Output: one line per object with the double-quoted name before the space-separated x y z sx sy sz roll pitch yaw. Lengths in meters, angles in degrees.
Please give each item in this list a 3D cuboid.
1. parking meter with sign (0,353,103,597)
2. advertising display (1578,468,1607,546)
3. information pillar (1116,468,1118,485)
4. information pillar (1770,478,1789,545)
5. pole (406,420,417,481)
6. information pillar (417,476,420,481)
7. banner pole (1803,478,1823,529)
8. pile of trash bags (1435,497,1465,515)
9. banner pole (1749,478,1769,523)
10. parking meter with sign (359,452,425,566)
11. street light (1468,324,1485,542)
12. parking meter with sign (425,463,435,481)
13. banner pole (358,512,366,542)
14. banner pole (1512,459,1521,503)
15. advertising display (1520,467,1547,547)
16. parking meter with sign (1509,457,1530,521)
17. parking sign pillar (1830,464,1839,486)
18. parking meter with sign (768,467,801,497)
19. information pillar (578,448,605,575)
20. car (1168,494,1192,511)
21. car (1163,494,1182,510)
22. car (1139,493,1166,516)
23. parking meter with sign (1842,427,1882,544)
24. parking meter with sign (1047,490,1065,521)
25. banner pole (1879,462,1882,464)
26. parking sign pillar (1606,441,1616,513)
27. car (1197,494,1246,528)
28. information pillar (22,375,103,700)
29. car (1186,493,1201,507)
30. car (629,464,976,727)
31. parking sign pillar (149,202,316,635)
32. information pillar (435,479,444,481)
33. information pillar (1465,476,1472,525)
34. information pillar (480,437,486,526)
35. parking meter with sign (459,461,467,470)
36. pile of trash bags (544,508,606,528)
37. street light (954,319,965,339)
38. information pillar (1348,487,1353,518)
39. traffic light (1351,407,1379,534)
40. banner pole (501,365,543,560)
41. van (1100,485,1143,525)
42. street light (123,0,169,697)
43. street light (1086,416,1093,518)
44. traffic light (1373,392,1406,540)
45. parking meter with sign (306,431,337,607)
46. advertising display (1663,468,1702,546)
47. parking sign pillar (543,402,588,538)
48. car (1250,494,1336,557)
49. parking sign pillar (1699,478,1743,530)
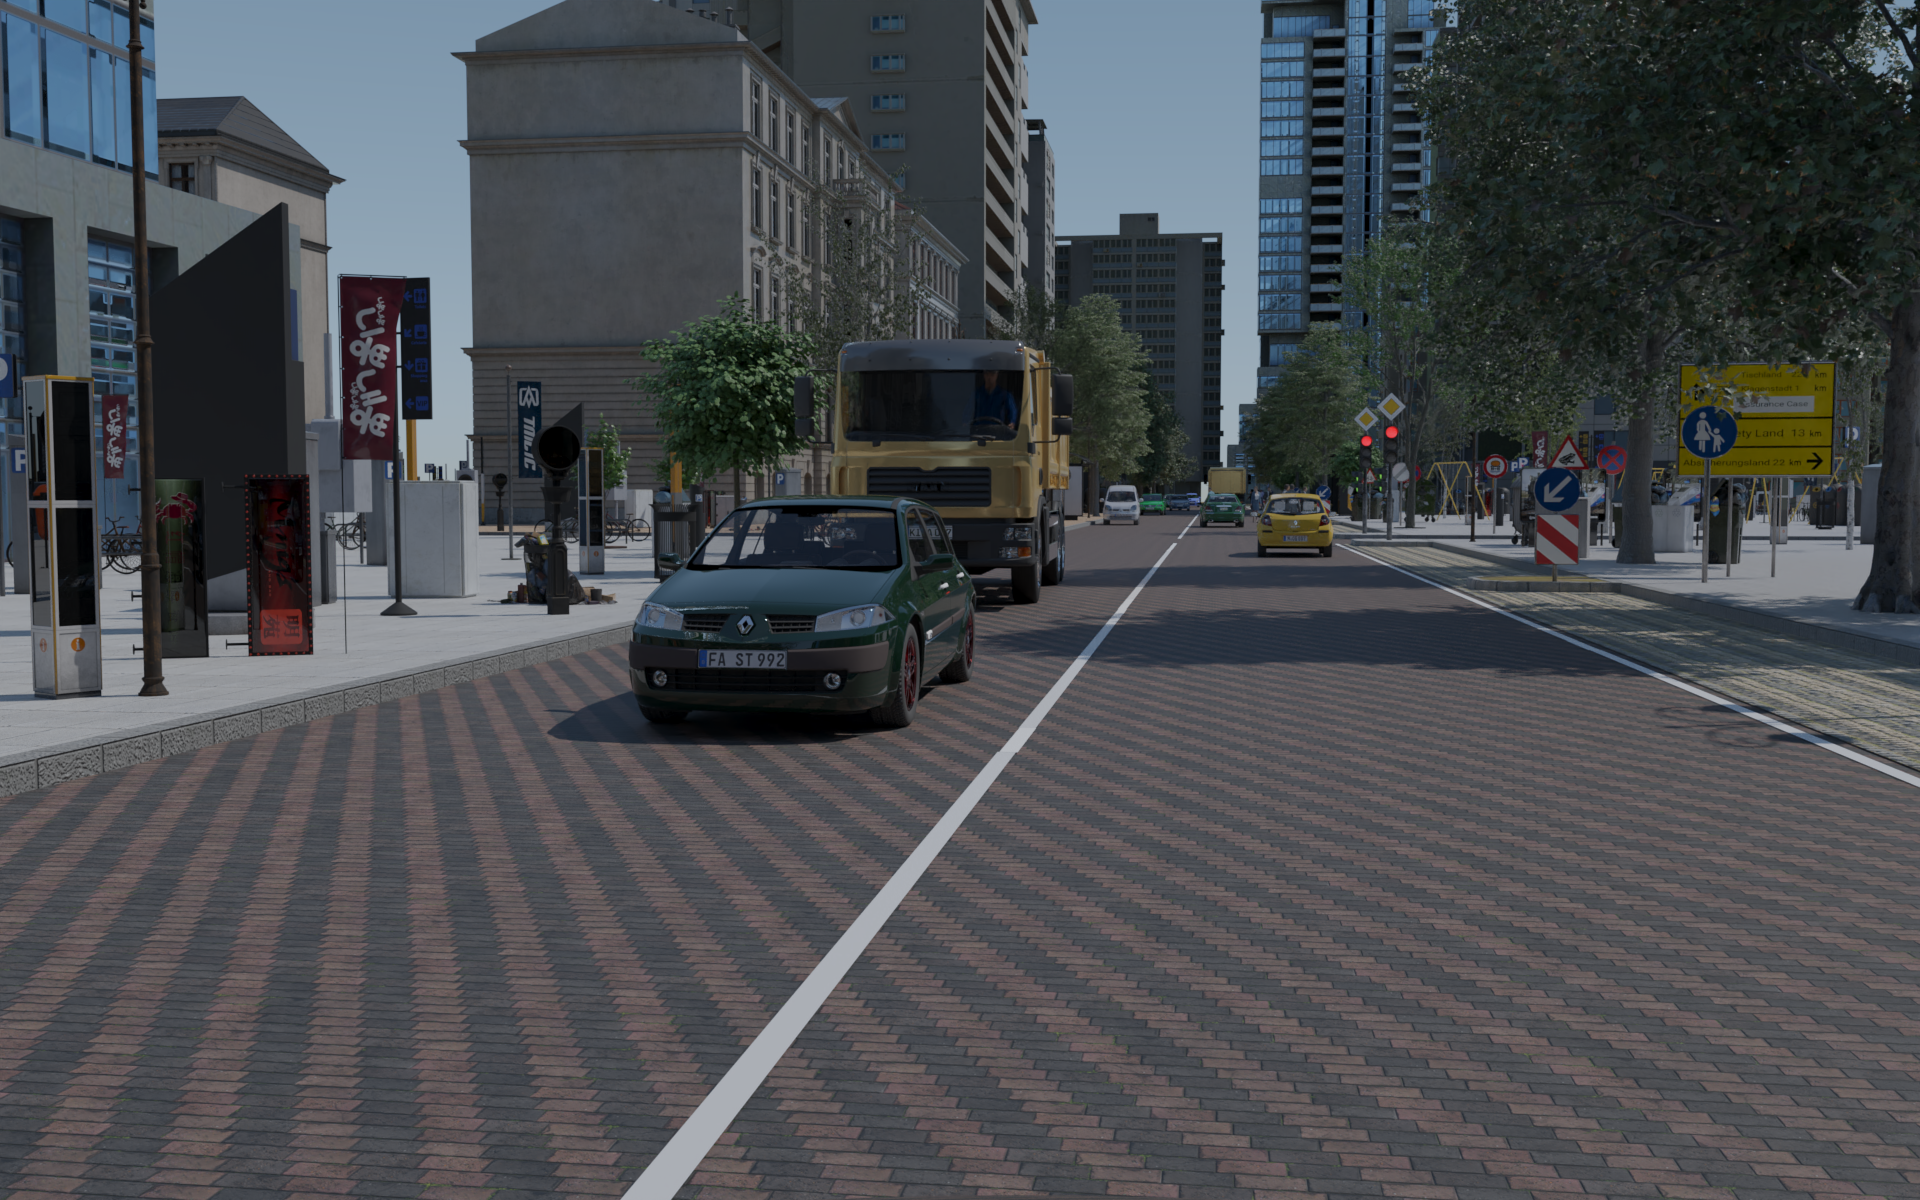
"parking meter with sign" -11.863 -1.599 22.413 0.543 3.016 1.738 1 4 9
"advertising display" 15.589 -2.296 42.755 0.974 1.923 0.123 -2 4 -33
"information pillar" 10.962 -7.923 120.892 0.183 3.616 0.504 0 4 4
"information pillar" 20.851 -2.420 44.060 0.304 2.012 0.304 -2 4 -25
"pole" -11.353 -2.571 35.886 0.158 3.312 0.155 0 3 0
"information pillar" -22.564 -4.122 71.882 0.304 2.012 0.304 -1 4 -10
"banner pole" 31.769 -4.545 64.334 0.863 3.779 0.401 1 4 14
"pile of trash bags" 29.397 -5.855 105.480 1.912 1.369 3.447 3 5 44
"banner pole" 35.339 -5.292 76.535 0.863 3.779 0.401 3 5 39
"parking meter with sign" -10.392 -2.136 31.192 1.738 3.016 0.543 3 5 43
"street light" 13.758 -4.497 46.307 0.468 5.910 1.993 1 4 8
"parking meter with sign" -30.329 -6.302 99.303 0.543 3.016 1.738 -1 4 -13
"banner pole" -16.046 -3.462 46.622 0.401 3.779 0.863 -2 4 -24
"banner pole" 39.733 -8.185 123.839 0.863 3.779 0.401 3 4 38
"advertising display" 13.849 -2.228 41.647 0.123 1.923 0.974 -2 4 -24
"parking meter with sign" 26.374 -5.229 81.761 0.543 3.016 1.738 2 4 31
"parking sign pillar" 55.713 -7.458 110.413 1.447 3.967 1.447 2 4 30
"parking meter with sign" -4.846 -3.234 49.142 0.543 3.016 1.738 3 4 37
"information pillar" -5.859 -1.409 27.522 0.304 2.012 0.304 -3 5 -40
"car" 18.802 -8.335 148.274 2.014 1.417 4.499 0 4 7
"car" 19.174 -8.877 156.937 2.131 1.459 4.920 1 4 9
"car" 12.918 -6.593 116.590 1.959 1.807 4.718 1 4 9
"parking meter with sign" 23.378 -2.925 44.091 0.543 3.016 1.738 -2 4 -25
"parking meter with sign" 4.411 -5.275 82.512 0.543 3.016 1.738 3 5 45
"banner pole" 62.936 -7.842 118.235 0.863 3.779 0.401 -2 4 -33
"parking sign pillar" 32.735 -6.064 87.617 1.447 3.967 1.447 2 4 35
"car" 11.437 -3.908 75.693 2.131 1.459 4.920 0 4 6
"information pillar" -5.653 -0.393 10.916 0.304 2.012 0.304 3 4 36
"car" 25.269 -10.967 188.897 1.945 1.707 3.694 0 4 7
"car" -0.952 -0.135 12.001 2.009 1.686 4.222 1 4 8
"parking sign pillar" -6.877 -1.702 16.293 1.447 3.967 1.447 0 4 3
"information pillar" -24.952 -4.807 83.083 0.304 2.012 0.304 -3 5 -41
"information pillar" 20.900 -4.069 71.024 0.304 2.012 0.304 0 4 1
"information pillar" -19.502 -4.858 70.775 0.183 3.616 0.504 -1 4 -10
"parking meter with sign" -25.098 -5.726 89.887 1.738 3.016 0.543 2 4 23
"pile of trash bags" -15.042 -3.462 66.364 1.912 1.369 3.447 -3 4 -39
"street light" -0.014 -4.474 45.945 0.468 5.910 1.993 1 4 8
"information pillar" 21.360 -6.295 94.273 0.504 3.616 0.183 -1 4 -18
"traffic light" 13.060 -4.095 55.875 0.839 4.253 0.868 1 4 8
"banner pole" -8.532 -2.674 33.733 0.863 3.779 0.401 -2 4 -24
"van" 7.566 -4.526 81.017 2.013 2.044 4.112 0 4 7
"street light" -5.144 -2.329 10.869 0.468 5.910 1.993 1 4 8
"street light" 6.887 -7.320 92.475 0.468 5.910 1.993 1 4 8
"traffic light" 11.897 -3.612 47.975 0.839 4.253 0.868 1 4 8
"parking meter with sign" -7.493 -1.421 19.492 0.543 3.016 1.738 0 4 -4
"advertising display" 17.863 -2.302 42.853 0.974 1.923 0.123 0 4 -6
"parking sign pillar" -11.605 -3.832 51.125 1.447 3.967 1.447 1 4 18
"car" 7.852 -1.868 40.760 2.015 1.641 3.980 1 4 10
"parking sign pillar" 26.977 -4.455 61.308 1.447 3.967 1.447 0 4 4
